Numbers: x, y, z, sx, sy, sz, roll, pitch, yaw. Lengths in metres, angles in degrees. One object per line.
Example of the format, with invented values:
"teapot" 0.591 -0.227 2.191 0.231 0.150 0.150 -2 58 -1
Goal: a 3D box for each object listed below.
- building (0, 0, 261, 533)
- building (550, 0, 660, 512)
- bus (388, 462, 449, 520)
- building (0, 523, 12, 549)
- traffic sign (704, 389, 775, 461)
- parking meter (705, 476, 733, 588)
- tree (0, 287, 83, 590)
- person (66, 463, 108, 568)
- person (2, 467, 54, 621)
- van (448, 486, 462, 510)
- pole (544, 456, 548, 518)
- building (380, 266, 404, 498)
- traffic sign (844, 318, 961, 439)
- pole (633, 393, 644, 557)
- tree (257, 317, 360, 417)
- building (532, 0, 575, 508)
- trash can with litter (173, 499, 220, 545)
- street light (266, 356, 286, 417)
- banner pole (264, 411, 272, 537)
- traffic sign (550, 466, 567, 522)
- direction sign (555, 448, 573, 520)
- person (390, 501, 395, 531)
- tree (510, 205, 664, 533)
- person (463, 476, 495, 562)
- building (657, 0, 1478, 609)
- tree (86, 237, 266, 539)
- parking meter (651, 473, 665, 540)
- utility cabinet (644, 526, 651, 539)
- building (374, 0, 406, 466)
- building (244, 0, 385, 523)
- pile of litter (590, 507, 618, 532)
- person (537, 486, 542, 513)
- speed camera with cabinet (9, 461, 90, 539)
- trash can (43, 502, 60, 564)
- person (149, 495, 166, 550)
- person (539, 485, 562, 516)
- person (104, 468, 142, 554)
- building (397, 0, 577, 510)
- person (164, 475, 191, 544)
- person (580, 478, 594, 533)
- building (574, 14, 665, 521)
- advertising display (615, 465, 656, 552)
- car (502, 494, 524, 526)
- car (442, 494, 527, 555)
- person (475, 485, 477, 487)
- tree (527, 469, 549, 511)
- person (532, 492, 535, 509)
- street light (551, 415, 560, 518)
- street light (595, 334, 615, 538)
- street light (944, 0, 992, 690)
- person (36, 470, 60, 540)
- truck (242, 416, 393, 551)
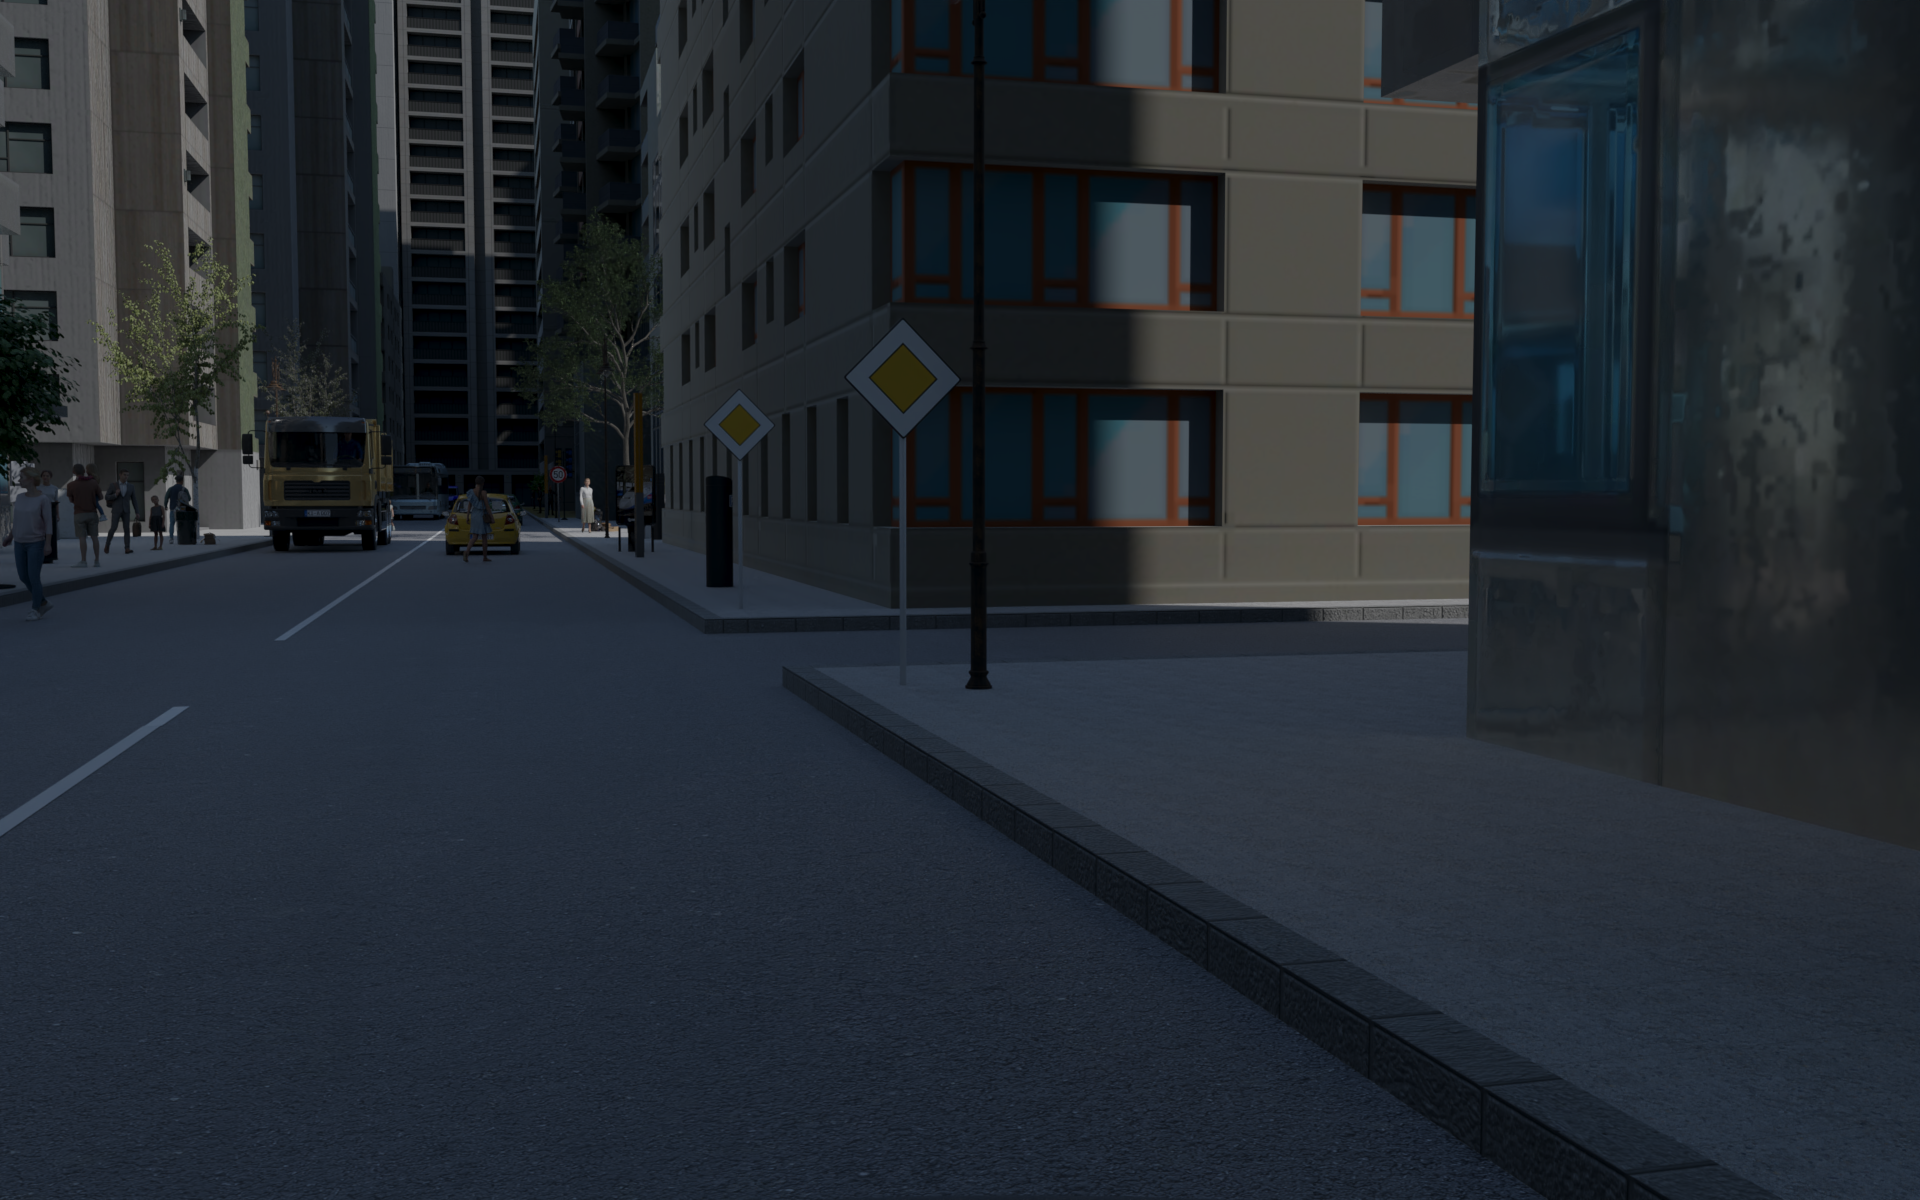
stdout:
"building" -32.285 -17.522 58.182 14.160 30.474 14.107 -1 4 -15
"building" -14.612 -27.924 111.182 22.147 44.769 28.867 -1 4 -15
"bus" -30.741 -6.339 98.500 2.948 3.499 13.247 -1 4 -14
"building" -29.660 -24.919 27.030 23.786 49.044 30.456 -1 4 -15
"traffic sign" -2.423 -1.044 19.254 0.795 2.593 0.064 -1 4 -15
"parking meter" -3.320 -0.947 23.897 0.372 1.533 0.369 0 3 0
"tree" -13.501 -2.422 23.306 4.285 4.588 4.351 0 3 0
"person" -15.310 -1.493 30.422 0.573 1.828 0.580 0 4 4
"person" -10.572 -0.646 19.729 0.731 1.740 0.598 0 4 6
"van" -38.168 -7.607 128.764 2.240 2.365 5.245 -1 4 -16
"pole" -21.888 -5.979 91.597 0.158 3.312 0.155 0 3 0
"building" -62.392 -18.326 144.663 28.899 21.520 27.650 -1 4 -15
"traffic sign" -0.357 -0.572 11.540 0.795 2.593 0.064 -1 4 -15
"pole" -6.496 -2.519 35.027 0.158 3.312 0.155 0 3 0
"tree" -27.061 -7.435 71.932 4.360 8.622 3.978 0 3 0
"building" -27.126 -32.582 156.424 21.300 48.544 21.600 -1 4 -15
"trash can with litter" -19.354 -1.990 43.921 1.055 1.170 0.624 -2 4 -27
"street light" -22.980 -5.231 58.320 0.468 5.910 1.993 -1 4 -15
"banner pole" -20.832 -3.809 52.286 0.401 3.779 0.863 -1 4 -16
"traffic sign" -18.285 -4.819 78.896 0.768 2.556 0.104 0 4 -5
"direction sign" -19.537 -5.714 85.423 0.876 3.537 0.379 -2 4 -31
"person" -22.152 -3.276 67.070 0.505 1.210 0.382 -1 4 -16
"tree" -11.201 -7.492 56.899 7.601 10.594 8.767 -1 4 -19
"person" -10.075 -1.697 36.338 0.616 1.811 0.778 2 4 25
"building" 9.618 -11.665 35.756 28.899 21.520 27.650 -1 4 -15
"tree" -21.913 -6.027 48.908 4.737 8.622 4.395 0 3 0
"parking meter" -8.512 -2.632 48.748 0.399 1.863 0.255 3 5 43
"utility cabinet" -8.960 -2.377 50.026 0.306 1.237 1.020 1 4 20
"building" -71.529 -38.798 176.344 28.212 58.520 21.231 -1 4 -15
"building" -34.746 -24.247 80.027 14.154 41.232 14.086 -1 4 -15
"pile of litter" -12.272 -2.791 59.596 1.176 0.858 1.719 0 4 2
"person" -27.819 -6.634 114.526 0.705 1.821 1.348 -1 4 -12
"speed camera with cabinet" -26.046 -3.370 49.442 2.038 3.252 0.660 -1 4 -21
"trash can" -17.003 -1.242 31.959 0.748 1.137 0.748 0 3 0
"person" -18.288 -1.758 39.448 0.362 1.253 0.373 0 4 7
"person" -24.500 -5.961 103.634 1.348 1.807 0.705 -1 4 -22
"person" -18.010 -1.908 37.203 0.822 1.834 0.622 3 4 38
"building" -47.444 -45.463 181.570 20.611 71.187 20.563 -1 4 -15
"person" -20.235 -2.350 44.815 0.623 1.781 0.721 -2 4 -33
"person" -12.341 -3.112 57.147 0.478 1.798 0.641 -2 4 -27
"building" -5.858 -46.827 78.285 22.319 86.520 31.000 -1 4 -15
"advertising display" -7.187 -2.029 38.392 0.974 1.923 0.123 1 4 21
"car" -21.170 -4.166 79.918 2.131 1.459 4.920 -1 4 -16
"car" -11.594 -1.955 42.193 2.015 1.641 3.980 -1 4 -14
"person" -20.244 -3.932 72.662 0.818 1.842 0.514 2 4 29
"tree" -32.175 -8.406 132.042 1.663 3.219 1.824 0 3 0
"person" -36.079 -8.530 146.327 0.721 1.723 1.217 -1 4 -8
"street light" -21.286 -7.238 91.127 0.468 5.910 1.993 -1 4 -15
"street light" -10.282 -4.740 50.286 0.468 5.910 1.993 -1 4 -15
"street light" 0.124 -2.353 11.263 0.468 5.910 1.993 -1 4 -15
"person" -17.681 -1.648 33.550 0.480 1.755 0.524 -3 5 -45
"truck" -16.652 -3.059 45.935 3.469 3.379 9.791 -1 4 -15
